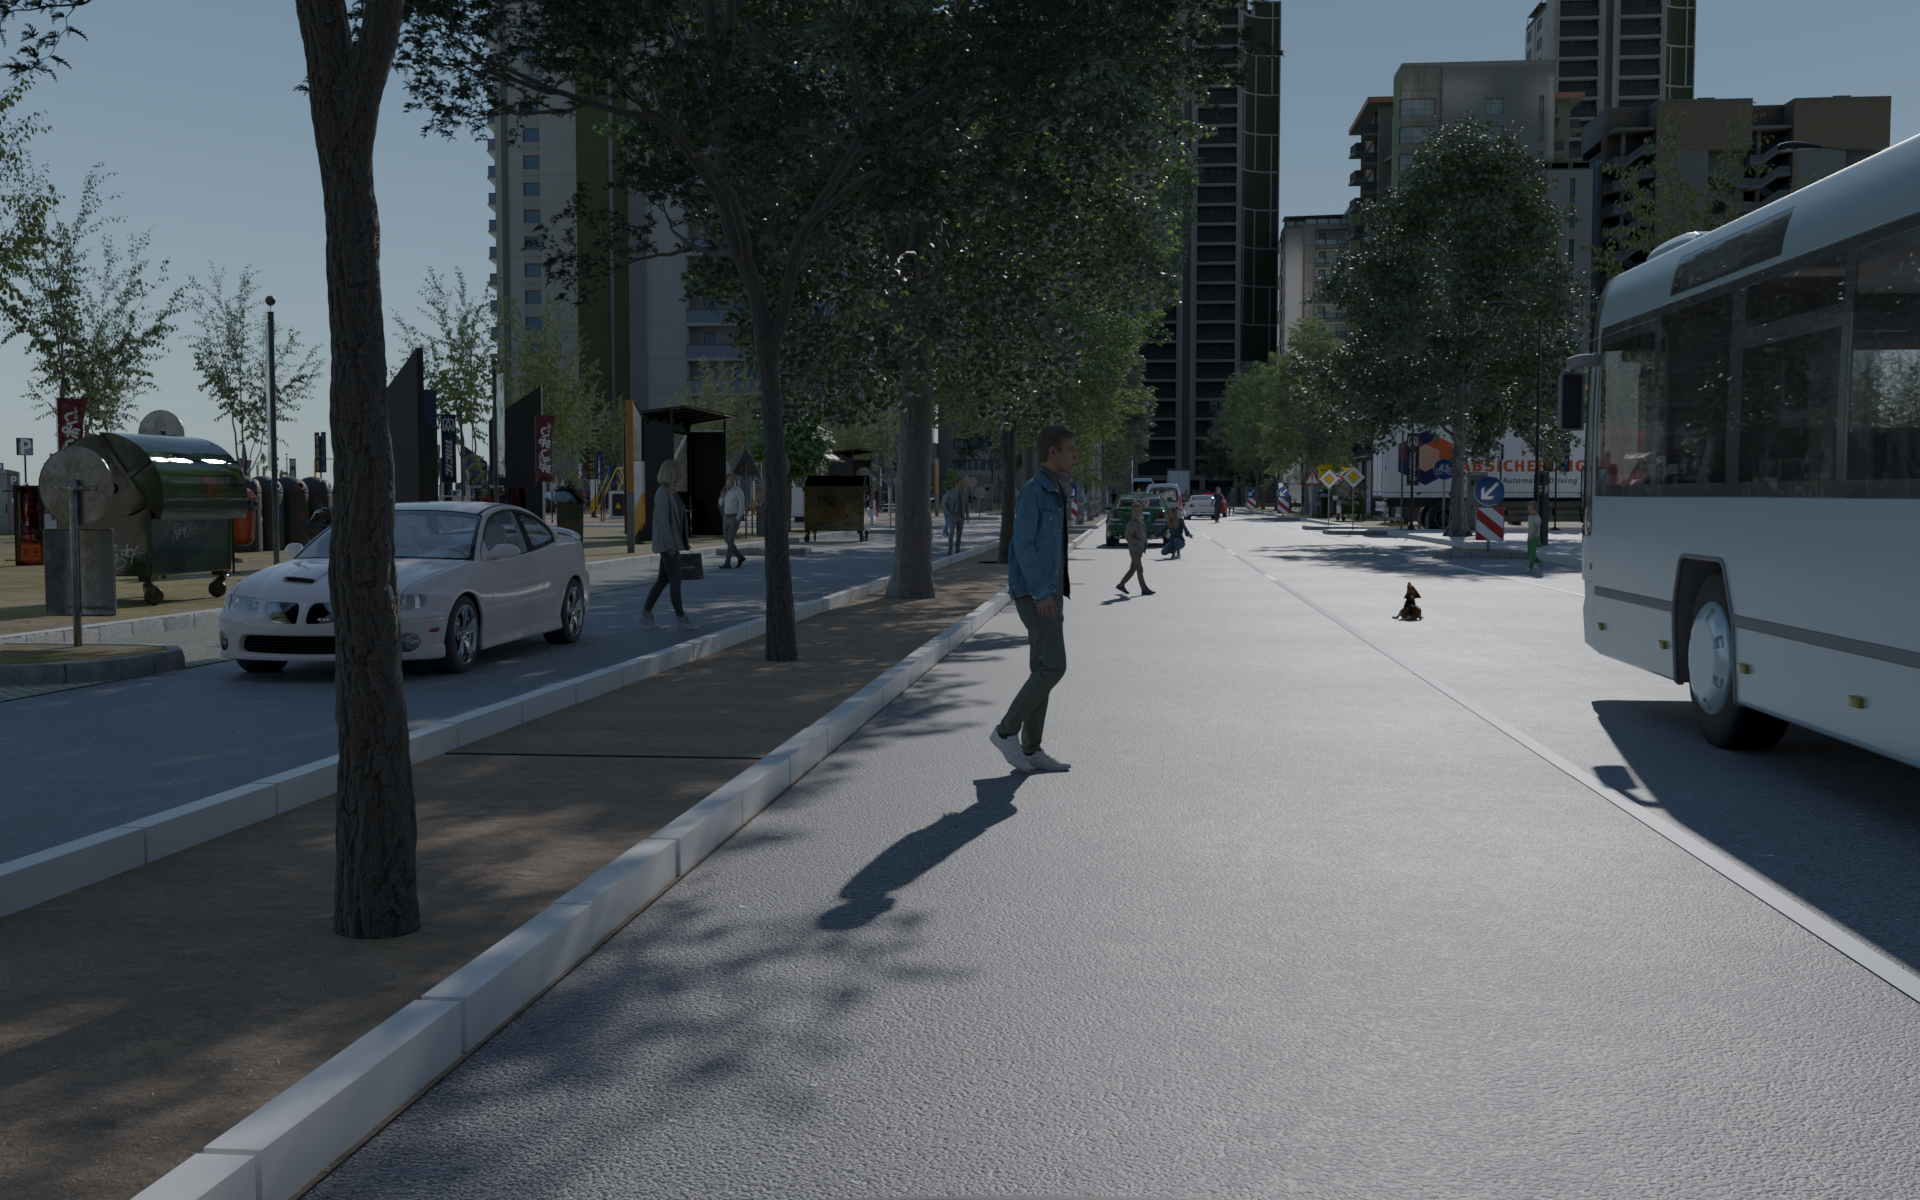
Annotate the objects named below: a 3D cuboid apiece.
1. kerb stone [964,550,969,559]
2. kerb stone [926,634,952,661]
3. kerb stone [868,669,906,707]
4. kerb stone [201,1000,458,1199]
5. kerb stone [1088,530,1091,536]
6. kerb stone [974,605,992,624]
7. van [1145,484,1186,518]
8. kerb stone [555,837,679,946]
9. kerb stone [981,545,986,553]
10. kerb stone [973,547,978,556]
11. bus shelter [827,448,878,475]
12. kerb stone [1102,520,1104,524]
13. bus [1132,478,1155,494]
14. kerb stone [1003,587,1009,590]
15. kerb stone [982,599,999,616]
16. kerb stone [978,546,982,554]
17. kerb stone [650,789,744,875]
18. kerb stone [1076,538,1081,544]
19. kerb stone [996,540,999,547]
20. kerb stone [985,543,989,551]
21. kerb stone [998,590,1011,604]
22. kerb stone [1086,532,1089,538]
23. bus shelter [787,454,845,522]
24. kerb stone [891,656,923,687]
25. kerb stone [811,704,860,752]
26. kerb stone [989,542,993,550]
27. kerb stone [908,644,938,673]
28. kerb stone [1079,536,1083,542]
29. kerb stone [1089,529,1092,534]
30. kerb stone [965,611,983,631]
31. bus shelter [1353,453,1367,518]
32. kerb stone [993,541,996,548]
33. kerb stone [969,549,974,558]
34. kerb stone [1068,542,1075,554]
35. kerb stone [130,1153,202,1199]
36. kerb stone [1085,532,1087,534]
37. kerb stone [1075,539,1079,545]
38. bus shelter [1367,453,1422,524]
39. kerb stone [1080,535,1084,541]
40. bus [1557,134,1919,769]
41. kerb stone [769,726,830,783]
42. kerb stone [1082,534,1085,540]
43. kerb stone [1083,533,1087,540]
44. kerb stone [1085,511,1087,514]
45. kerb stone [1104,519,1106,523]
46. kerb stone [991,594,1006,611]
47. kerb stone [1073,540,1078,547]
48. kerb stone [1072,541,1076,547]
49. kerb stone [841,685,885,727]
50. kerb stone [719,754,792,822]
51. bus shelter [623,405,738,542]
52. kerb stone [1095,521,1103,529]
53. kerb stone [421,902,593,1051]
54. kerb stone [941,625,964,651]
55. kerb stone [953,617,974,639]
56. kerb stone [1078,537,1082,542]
[{"bbox_3d":[0.034,-0.952,37.754,0.120,0.150,1.000,0,4,6],"label":"kerb stone"},{"bbox_3d":[-0.209,0.433,15.109,0.120,0.150,1.000,0,4,6],"label":"kerb stone"},{"bbox_3d":[-0.523,0.621,12.043,0.120,0.150,1.000,0,4,6],"label":"kerb stone"},{"bbox_3d":[-1.374,1.120,3.896,0.120,0.150,1.000,0,4,6],"label":"kerb stone"},{"bbox_3d":[4.130,-2.121,56.877,0.120,0.150,1.000,0,4,6],"label":"kerb stone"},{"bbox_3d":[0.220,0.187,19.181,0.120,0.150,1.000,0,4,6],"label":"kerb stone"},{"bbox_3d":[8.332,-3.945,71.505,2.013,2.044,4.112,0,4,5],"label":"van"},{"bbox_3d":[-1.165,0.994,5.936,0.120,0.150,1.000,0,4,6],"label":"kerb stone"},{"bbox_3d":[0.454,-1.201,41.826,0.120,0.150,1.000,0,4,6],"label":"kerb stone"},{"bbox_3d":[0.244,-1.076,39.787,0.120,0.150,1.000,0,4,6],"label":"kerb stone"},{"bbox_3d":[-5.622,-6.122,91.374,1.731,3.624,6.357,0,4,6],"label":"bus shelter"},{"bbox_3d":[6.300,-3.405,77.874,0.120,0.150,1.000,0,4,6],"label":"kerb stone"},{"bbox_3d":[21.992,-13.000,207.403,2.948,3.499,13.247,0,4,7],"label":"bus"},{"bbox_3d":[0.638,-0.063,23.252,0.120,0.150,1.000,0,4,6],"label":"kerb stone"},{"bbox_3d":[0.322,0.125,20.198,0.120,0.150,1.000,0,4,6],"label":"kerb stone"},{"bbox_3d":[0.354,-1.138,40.807,0.120,0.150,1.000,0,4,6],"label":"kerb stone"},{"bbox_3d":[-1.050,0.932,6.961,0.120,0.150,1.000,0,4,6],"label":"kerb stone"},{"bbox_3d":[3.177,-1.558,47.701,0.120,0.150,1.000,0,4,6],"label":"kerb stone"},{"bbox_3d":[0.874,-1.447,45.893,0.120,0.150,1.000,0,4,6],"label":"kerb stone"},{"bbox_3d":[0.560,-1.263,42.843,0.120,0.150,1.000,0,4,6],"label":"kerb stone"},{"bbox_3d":[0.531,0.001,22.236,0.120,0.150,1.000,0,4,6],"label":"kerb stone"},{"bbox_3d":[3.922,-1.995,54.835,0.120,0.150,1.000,0,4,6],"label":"kerb stone"},{"bbox_3d":[-6.881,-5.357,81.515,2.014,3.302,5.546,0,4,6],"label":"bus shelter"},{"bbox_3d":[-0.421,0.562,13.060,0.120,0.150,1.000,0,4,6],"label":"kerb stone"},{"bbox_3d":[-0.731,0.749,10.010,0.120,0.150,1.000,0,4,6],"label":"kerb stone"},{"bbox_3d":[0.668,-1.325,43.860,0.120,0.150,1.000,0,4,6],"label":"kerb stone"},{"bbox_3d":[-0.316,0.496,14.092,0.120,0.150,1.000,0,4,6],"label":"kerb stone"},{"bbox_3d":[3.388,-1.685,49.740,0.120,0.150,1.000,0,4,6],"label":"kerb stone"},{"bbox_3d":[4.342,-2.246,58.910,0.120,0.150,1.000,0,4,6],"label":"kerb stone"},{"bbox_3d":[0.113,0.247,18.164,0.120,0.150,1.000,0,4,6],"label":"kerb stone"},{"bbox_3d":[22.084,-6.969,91.569,2.179,5.291,8.768,0,4,6],"label":"bus shelter"},{"bbox_3d":[0.766,-1.387,44.877,0.120,0.150,1.000,0,4,6],"label":"kerb stone"},{"bbox_3d":[0.147,-1.011,38.770,0.120,0.150,1.000,0,4,6],"label":"kerb stone"},{"bbox_3d":[2.755,-1.305,43.626,0.120,0.150,1.000,0,4,6],"label":"kerb stone"},{"bbox_3d":[-1.481,1.185,2.879,0.120,0.150,1.000,0,4,6],"label":"kerb stone"},{"bbox_3d":[3.806,-1.934,53.819,0.120,0.150,1.000,0,4,6],"label":"kerb stone"},{"bbox_3d":[3.074,-1.498,46.681,0.120,0.150,1.000,0,4,6],"label":"kerb stone"},{"bbox_3d":[20.011,-6.101,77.379,2.179,5.291,8.768,0,4,6],"label":"bus shelter"},{"bbox_3d":[3.494,-1.742,50.765,0.120,0.150,1.000,0,4,6],"label":"kerb stone"},{"bbox_3d":[5.146,-0.731,6.811,2.948,3.499,13.247,0,4,6],"label":"bus"},{"bbox_3d":[-0.839,0.807,8.993,0.120,0.150,1.000,0,4,6],"label":"kerb stone"},{"bbox_3d":[3.599,-1.810,51.786,0.120,0.150,1.000,0,4,6],"label":"kerb stone"},{"bbox_3d":[3.710,-1.872,52.802,0.120,0.150,1.000,0,4,6],"label":"kerb stone"},{"bbox_3d":[9.831,-6.727,132.173,0.120,0.150,1.000,0,4,6],"label":"kerb stone"},{"bbox_3d":[6.624,-3.590,80.926,0.120,0.150,1.000,0,4,6],"label":"kerb stone"},{"bbox_3d":[0.430,0.067,21.219,0.120,0.150,1.000,0,4,6],"label":"kerb stone"},{"bbox_3d":[2.966,-1.435,45.664,0.120,0.150,1.000,0,4,6],"label":"kerb stone"},{"bbox_3d":[2.853,-1.370,44.643,0.120,0.150,1.000,0,4,6],"label":"kerb stone"},{"bbox_3d":[-0.630,0.688,11.027,0.120,0.150,1.000,0,4,6],"label":"kerb stone"},{"bbox_3d":[-0.946,0.871,7.977,0.120,0.150,1.000,0,4,6],"label":"kerb stone"},{"bbox_3d":[-7.798,-3.525,48.910,1.731,3.624,6.357,0,4,6],"label":"bus shelter"},{"bbox_3d":[6.094,-3.281,75.837,0.120,0.150,1.000,0,4,6],"label":"kerb stone"},{"bbox_3d":[-1.265,1.057,4.919,0.120,0.150,1.000,0,4,6],"label":"kerb stone"},{"bbox_3d":[-0.097,0.373,16.125,0.120,0.150,1.000,0,4,6],"label":"kerb stone"},{"bbox_3d":[0.005,0.309,17.144,0.120,0.150,1.000,0,4,6],"label":"kerb stone"},{"bbox_3d":[3.283,-1.618,48.721,0.120,0.150,1.000,0,4,6],"label":"kerb stone"}]
